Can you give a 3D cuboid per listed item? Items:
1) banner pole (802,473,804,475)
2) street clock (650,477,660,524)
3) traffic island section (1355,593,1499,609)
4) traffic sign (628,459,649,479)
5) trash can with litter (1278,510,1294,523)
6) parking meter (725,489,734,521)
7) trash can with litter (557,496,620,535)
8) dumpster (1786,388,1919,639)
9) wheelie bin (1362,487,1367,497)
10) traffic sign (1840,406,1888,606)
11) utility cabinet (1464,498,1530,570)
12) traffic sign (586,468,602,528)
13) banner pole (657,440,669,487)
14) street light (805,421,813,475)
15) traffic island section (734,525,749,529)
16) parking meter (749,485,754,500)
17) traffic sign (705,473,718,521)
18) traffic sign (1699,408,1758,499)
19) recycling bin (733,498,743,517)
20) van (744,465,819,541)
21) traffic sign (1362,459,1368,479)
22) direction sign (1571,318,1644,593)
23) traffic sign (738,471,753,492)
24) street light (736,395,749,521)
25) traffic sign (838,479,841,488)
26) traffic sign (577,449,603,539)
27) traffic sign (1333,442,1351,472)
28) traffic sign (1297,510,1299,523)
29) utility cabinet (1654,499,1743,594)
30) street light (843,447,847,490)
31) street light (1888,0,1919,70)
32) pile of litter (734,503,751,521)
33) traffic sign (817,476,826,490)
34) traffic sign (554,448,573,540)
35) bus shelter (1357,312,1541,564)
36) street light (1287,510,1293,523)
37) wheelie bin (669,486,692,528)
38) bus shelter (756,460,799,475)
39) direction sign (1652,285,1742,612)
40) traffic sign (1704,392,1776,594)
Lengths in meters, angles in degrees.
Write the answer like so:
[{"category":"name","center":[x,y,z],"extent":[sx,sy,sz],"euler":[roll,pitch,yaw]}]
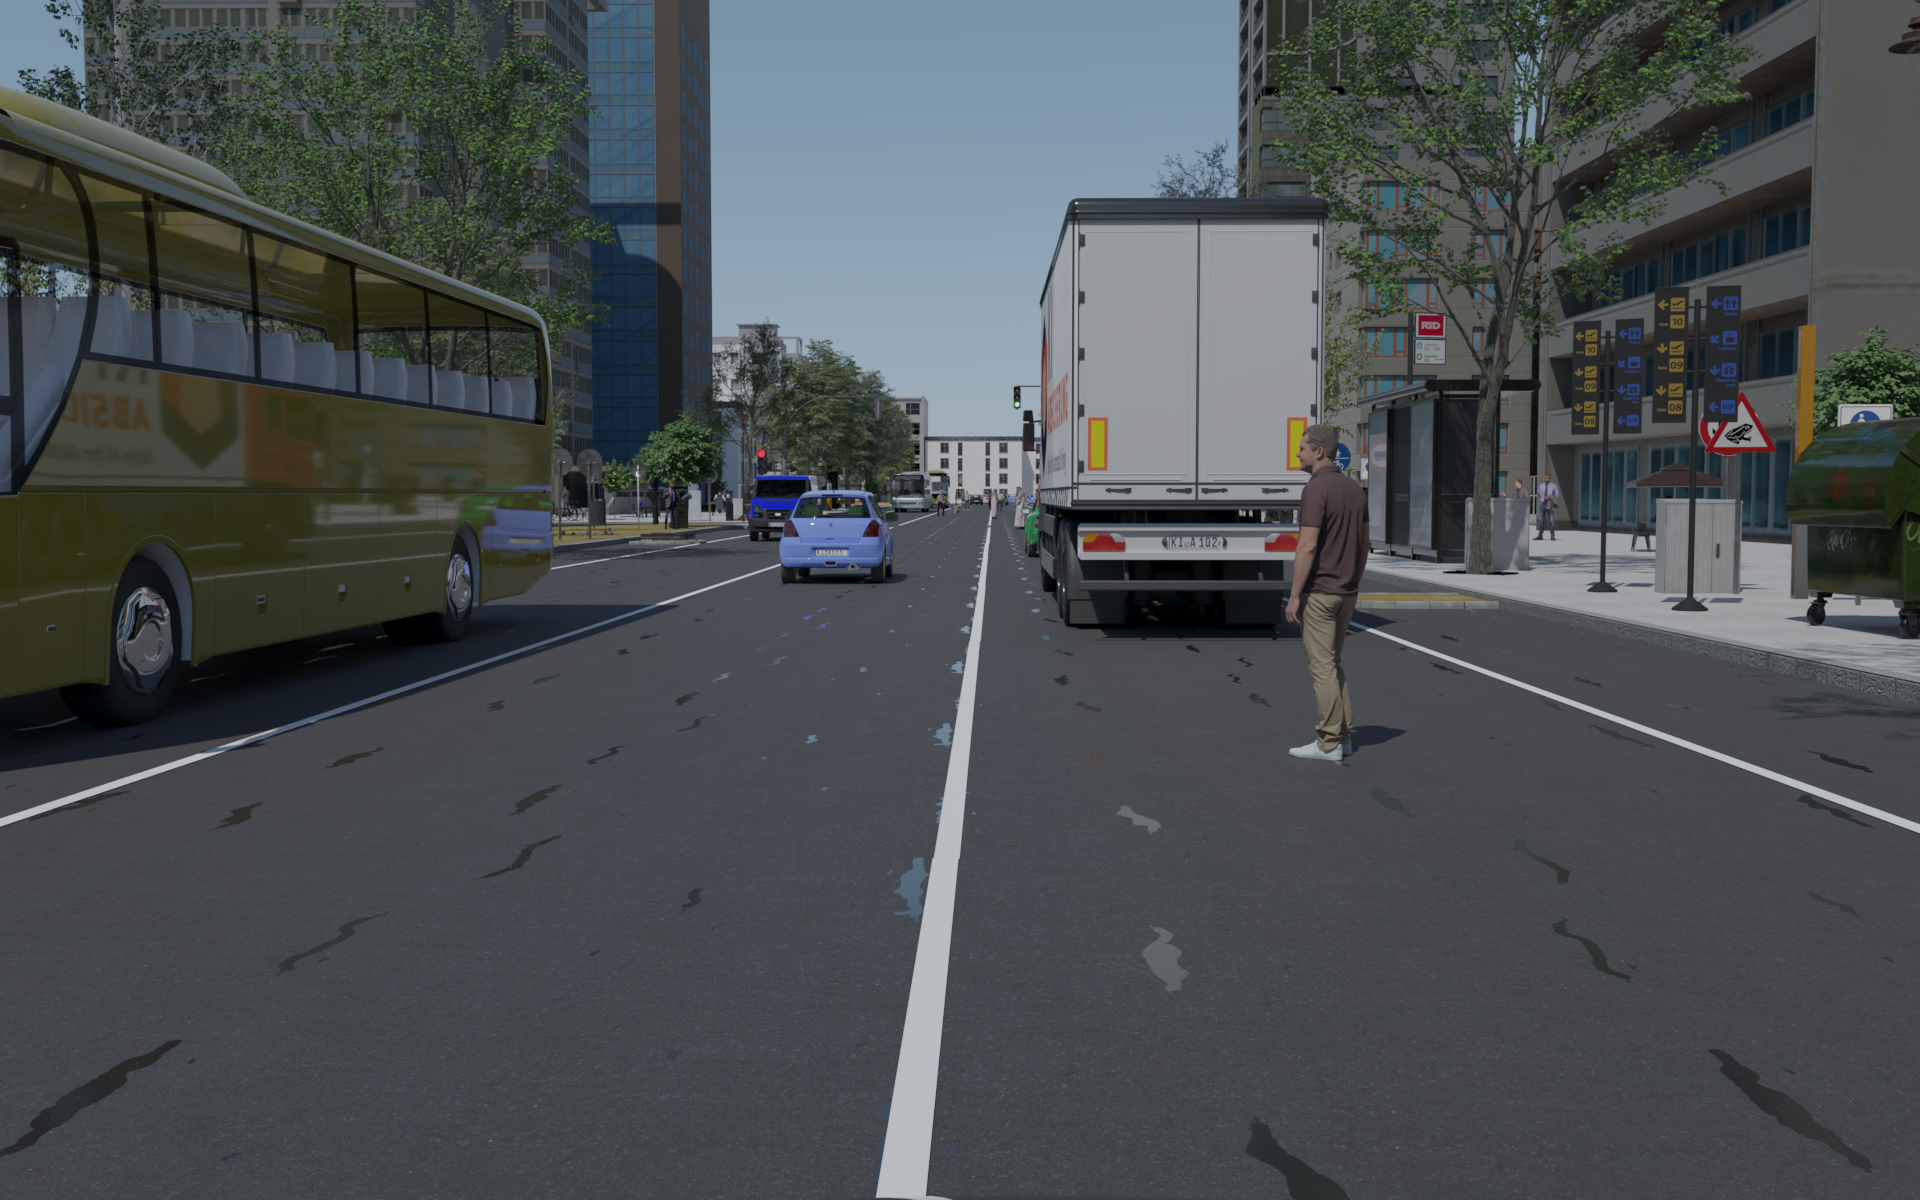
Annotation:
[{"category":"banner pole","center":[-12.379,-8.892,135.396],"extent":[0.863,3.779,0.401],"euler":[-2,4,-26]},{"category":"street clock","center":[-12.869,-4.198,73.209],"extent":[0.358,2.002,0.471],"euler":[2,4,32]},{"category":"traffic island section","center":[5.767,0.015,22.618],"extent":[1.991,0.108,1.994],"euler":[0,4,1]},{"category":"traffic sign","center":[-11.890,-3.928,63.960],"extent":[0.795,2.593,0.064],"euler":[0,4,2]},{"category":"trash can with litter","center":[9.624,-2.474,51.841],"extent":[0.624,1.170,1.055],"euler":[-2,4,-28]},{"category":"parking meter","center":[-10.963,-4.524,82.385],"extent":[0.372,1.533,0.369],"euler":[0,3,0]},{"category":"trash can with litter","center":[-11.755,-2.641,54.241],"extent":[2.233,1.210,1.678],"euler":[-1,4,-14]},{"category":"dumpster","center":[8.815,-0.826,15.997],"extent":[1.502,2.255,1.985],"euler":[0,4,1]},{"category":"wheelie bin","center":[18.786,-4.411,80.021],"extent":[0.980,1.594,0.693],"euler":[-2,4,-27]},{"category":"traffic sign","center":[10.333,-1.084,19.856],"extent":[0.606,2.300,0.079],"euler":[0,4,2]},{"category":"utility cabinet","center":[9.074,-1.107,29.267],"extent":[1.020,1.237,0.306],"euler":[1,4,11]},{"category":"traffic sign","center":[-13.662,-3.823,64.643],"extent":[0.606,2.300,0.079],"euler":[0,4,7]},{"category":"banner pole","center":[-11.993,-4.953,70.999],"extent":[0.863,3.779,0.401],"euler":[-2,4,-25]},{"category":"street light","center":[-9.582,-8.371,109.653],"extent":[0.468,5.910,1.993],"euler":[0,4,1]},{"category":"traffic island section","center":[-8.308,-3.090,72.800],"extent":[2.009,0.180,2.903],"euler":[0,4,1]},{"category":"parking meter","center":[-12.738,-6.106,105.547],"extent":[0.399,1.863,0.255],"euler":[-2,4,-25]},{"category":"traffic sign","center":[-11.712,-4.950,81.031],"extent":[0.768,2.556,0.104],"euler":[0,4,3]},{"category":"traffic sign","center":[10.185,-1.402,23.023],"extent":[0.768,2.556,0.104],"euler":[0,4,6]},{"category":"recycling bin","center":[-12.593,-5.295,99.121],"extent":[0.722,1.027,0.722],"euler":[1,4,13]},{"category":"van","center":[-5.469,-3.056,54.354],"extent":[2.240,2.365,5.245],"euler":[0,4,-1]},{"category":"traffic sign","center":[11.840,-2.921,49.886],"extent":[0.606,2.300,0.079],"euler":[0,4,2]},{"category":"direction sign","center":[8.423,-1.872,22.602],"extent":[0.876,3.537,0.379],"euler":[2,4,34]},{"category":"traffic sign","center":[-11.894,-5.868,95.942],"extent":[0.884,2.594,0.081],"euler":[0,4,4]},{"category":"street light","center":[-10.135,-6.614,80.931],"extent":[0.468,5.910,1.993],"euler":[0,4,1]},{"category":"traffic sign","center":[-10.449,-8.975,146.848],"extent":[0.768,2.556,0.104],"euler":[0,4,1]},{"category":"traffic sign","center":[-10.487,-2.991,49.004],"extent":[0.768,2.556,0.104],"euler":[1,4,9]},{"category":"traffic sign","center":[9.118,-2.572,42.161],"extent":[0.768,2.556,0.104],"euler":[0,4,8]},{"category":"traffic sign","center":[7.907,-2.464,40.390],"extent":[0.768,2.556,0.104],"euler":[0,4,2]},{"category":"utility cabinet","center":[9.559,-0.688,22.417],"extent":[1.020,1.237,0.306],"euler":[0,4,-4]},{"category":"street light","center":[-9.070,-10.128,138.375],"extent":[0.468,5.910,1.993],"euler":[0,4,1]},{"category":"street light","center":[7.577,-2.464,13.072],"extent":[0.468,5.910,1.993],"euler":[0,4,1]},{"category":"pile of litter","center":[-10.447,-4.265,83.695],"extent":[1.176,0.858,1.719],"euler":[-1,4,-9]},{"category":"traffic sign","center":[-9.762,-7.420,121.429],"extent":[0.768,2.556,0.104],"euler":[0,4,5]},{"category":"traffic sign","center":[-11.160,-2.946,48.265],"extent":[0.768,2.556,0.104],"euler":[1,4,9]},{"category":"bus shelter","center":[9.636,-3.564,35.903],"extent":[2.179,5.291,8.768],"euler":[0,4,1]},{"category":"street light","center":[8.191,-4.284,42.831],"extent":[0.468,5.910,1.993],"euler":[0,4,1]},{"category":"wheelie bin","center":[-10.448,-3.467,64.586],"extent":[0.980,1.594,0.693],"euler":[-2,4,-25]},{"category":"bus shelter","center":[-11.192,-6.898,106.713],"extent":[2.014,3.302,5.546],"euler":[0,4,1]},{"category":"direction sign","center":[8.039,-1.650,18.972],"extent":[0.876,3.537,0.379],"euler":[1,4,12]},{"category":"traffic sign","center":[9.923,-1.351,22.092],"extent":[0.884,2.594,0.081],"euler":[0,4,4]}]
